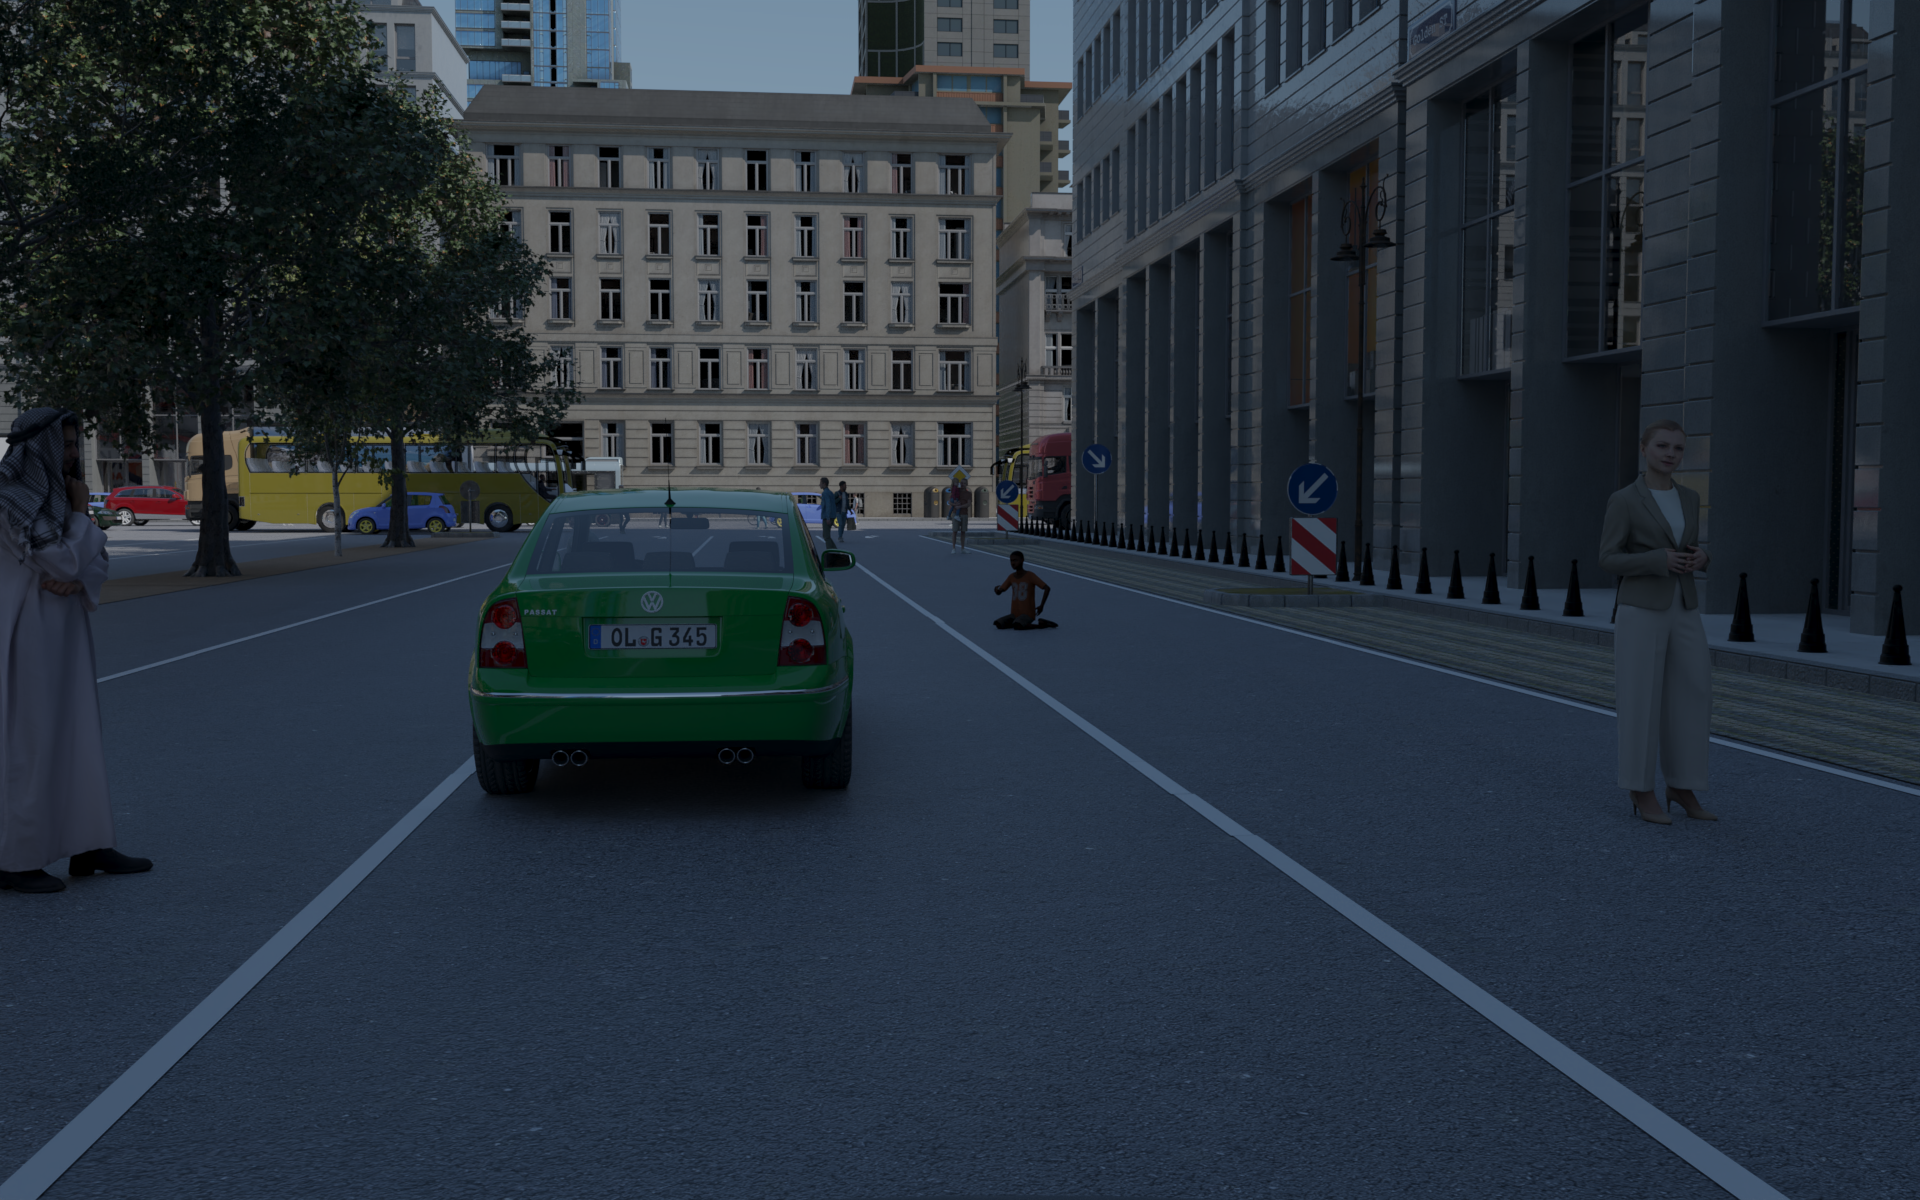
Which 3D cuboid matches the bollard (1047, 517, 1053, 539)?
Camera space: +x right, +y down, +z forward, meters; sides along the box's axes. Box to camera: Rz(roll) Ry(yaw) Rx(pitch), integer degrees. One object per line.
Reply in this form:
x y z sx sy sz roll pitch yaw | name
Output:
2.723 -2.074 49.952 0.229 0.601 0.229 0 3 0 | bollard

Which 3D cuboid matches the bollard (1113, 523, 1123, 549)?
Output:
3.804 -1.509 40.718 0.229 0.601 0.229 0 3 0 | bollard

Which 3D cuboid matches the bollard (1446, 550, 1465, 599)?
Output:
6.087 -0.318 21.246 0.229 0.601 0.229 0 3 0 | bollard

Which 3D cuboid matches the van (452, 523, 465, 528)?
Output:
-22.881 -4.076 73.649 4.112 2.044 2.013 0 4 -6 | van

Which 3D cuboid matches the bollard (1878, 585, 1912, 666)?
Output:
7.049 0.184 13.038 0.229 0.601 0.229 0 3 0 | bollard

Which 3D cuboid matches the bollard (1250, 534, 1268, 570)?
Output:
5.126 -0.821 29.458 0.229 0.601 0.229 0 3 0 | bollard

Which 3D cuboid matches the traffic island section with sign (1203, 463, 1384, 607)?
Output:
4.277 -0.862 22.714 1.989 1.847 2.006 0 4 -7 | traffic island section with sign

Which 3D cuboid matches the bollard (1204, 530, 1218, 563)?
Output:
4.765 -1.008 32.517 0.229 0.601 0.229 0 3 0 | bollard

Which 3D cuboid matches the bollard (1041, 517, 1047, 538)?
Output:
2.604 -2.137 50.980 0.229 0.601 0.229 0 3 0 | bollard

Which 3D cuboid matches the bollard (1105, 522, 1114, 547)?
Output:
3.686 -1.572 41.738 0.229 0.601 0.229 0 3 0 | bollard

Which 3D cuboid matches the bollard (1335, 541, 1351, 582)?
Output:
5.604 -0.569 25.351 0.229 0.601 0.229 0 3 0 | bollard

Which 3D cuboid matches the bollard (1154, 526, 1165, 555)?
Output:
4.284 -1.257 36.600 0.229 0.601 0.229 0 3 0 | bollard

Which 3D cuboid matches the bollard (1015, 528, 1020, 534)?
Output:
2.000 -2.451 56.115 0.229 0.601 0.229 0 3 0 | bollard

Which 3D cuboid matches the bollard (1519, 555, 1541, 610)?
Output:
6.326 -0.193 19.198 0.229 0.601 0.229 0 3 0 | bollard

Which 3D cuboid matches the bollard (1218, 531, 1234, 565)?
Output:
4.885 -0.945 31.498 0.229 0.601 0.229 0 3 0 | bollard

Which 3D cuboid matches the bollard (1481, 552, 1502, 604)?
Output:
6.208 -0.255 20.218 0.229 0.601 0.229 0 3 0 | bollard

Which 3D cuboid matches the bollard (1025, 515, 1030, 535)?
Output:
2.244 -2.325 54.058 0.229 0.601 0.229 0 3 0 | bollard

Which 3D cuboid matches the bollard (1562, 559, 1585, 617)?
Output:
6.444 -0.131 18.178 0.229 0.601 0.229 0 3 0 | bollard

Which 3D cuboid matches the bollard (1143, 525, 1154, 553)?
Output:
4.168 -1.321 37.635 0.229 0.601 0.229 0 3 0 | bollard

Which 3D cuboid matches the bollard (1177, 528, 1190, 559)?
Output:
4.528 -1.133 34.561 0.229 0.601 0.229 0 3 0 | bollard

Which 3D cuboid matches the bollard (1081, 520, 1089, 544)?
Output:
3.323 -1.760 44.824 0.229 0.601 0.229 0 3 0 | bollard

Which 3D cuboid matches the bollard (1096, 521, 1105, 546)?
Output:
3.562 -1.634 42.762 0.229 0.601 0.229 0 3 0 | bollard

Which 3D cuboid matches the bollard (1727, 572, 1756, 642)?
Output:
6.812 0.059 15.079 0.229 0.601 0.229 0 3 0 | bollard

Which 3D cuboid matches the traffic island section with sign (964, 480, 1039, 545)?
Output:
1.137 -2.499 49.486 1.989 1.847 2.006 0 4 -7 | traffic island section with sign

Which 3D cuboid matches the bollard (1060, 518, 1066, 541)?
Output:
2.964 -1.949 47.902 0.229 0.601 0.229 0 3 0 | bollard

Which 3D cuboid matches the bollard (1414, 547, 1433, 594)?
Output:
5.966 -0.381 22.268 0.229 0.601 0.229 0 3 0 | bollard

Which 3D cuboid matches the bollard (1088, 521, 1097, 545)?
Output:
3.445 -1.698 43.797 0.229 0.601 0.229 0 3 0 | bollard

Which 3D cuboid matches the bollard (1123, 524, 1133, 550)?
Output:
3.924 -1.447 39.692 0.229 0.601 0.229 0 3 0 | bollard

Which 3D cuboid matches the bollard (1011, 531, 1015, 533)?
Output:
1.880 -2.514 57.141 0.229 0.601 0.229 0 3 0 | bollard

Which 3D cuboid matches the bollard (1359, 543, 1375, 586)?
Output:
5.724 -0.507 24.325 0.229 0.601 0.229 0 3 0 | bollard

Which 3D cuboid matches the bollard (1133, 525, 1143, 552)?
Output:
4.047 -1.384 38.664 0.229 0.601 0.229 0 3 0 | bollard

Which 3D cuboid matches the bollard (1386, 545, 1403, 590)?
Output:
5.850 -0.444 23.302 0.229 0.601 0.229 0 3 0 | bollard

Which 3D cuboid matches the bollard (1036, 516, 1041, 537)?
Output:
2.480 -2.200 52.005 0.229 0.601 0.229 0 3 0 | bollard

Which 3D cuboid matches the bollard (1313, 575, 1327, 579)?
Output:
5.491 -0.632 26.373 0.229 0.601 0.229 0 3 0 | bollard

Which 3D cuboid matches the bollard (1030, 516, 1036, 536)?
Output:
2.362 -2.262 53.024 0.229 0.601 0.229 0 3 0 | bollard

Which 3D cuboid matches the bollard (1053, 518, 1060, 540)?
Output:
2.840 -2.011 48.921 0.229 0.601 0.229 0 3 0 | bollard

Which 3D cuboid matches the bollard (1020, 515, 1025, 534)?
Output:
2.122 -2.388 55.091 0.229 0.601 0.229 0 3 0 | bollard

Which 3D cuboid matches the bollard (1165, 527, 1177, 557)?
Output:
4.408 -1.195 35.581 0.229 0.601 0.229 0 3 0 | bollard

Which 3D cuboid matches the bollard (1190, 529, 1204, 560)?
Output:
4.650 -1.070 33.538 0.229 0.601 0.229 0 3 0 | bollard

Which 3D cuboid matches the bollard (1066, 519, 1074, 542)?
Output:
3.083 -1.886 46.872 0.229 0.601 0.229 0 3 0 | bollard

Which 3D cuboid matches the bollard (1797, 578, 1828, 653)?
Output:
6.928 0.121 14.058 0.229 0.601 0.229 0 3 0 | bollard

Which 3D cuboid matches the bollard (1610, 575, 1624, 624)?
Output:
6.565 -0.068 17.154 0.229 0.601 0.229 0 3 0 | bollard

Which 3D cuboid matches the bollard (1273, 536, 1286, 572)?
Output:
5.245 -0.758 28.428 0.229 0.601 0.229 0 3 0 | bollard

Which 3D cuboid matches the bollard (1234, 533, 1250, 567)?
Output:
5.003 -0.883 30.478 0.229 0.601 0.229 0 3 0 | bollard

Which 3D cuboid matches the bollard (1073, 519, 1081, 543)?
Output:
3.204 -1.823 45.844 0.229 0.601 0.229 0 3 0 | bollard
